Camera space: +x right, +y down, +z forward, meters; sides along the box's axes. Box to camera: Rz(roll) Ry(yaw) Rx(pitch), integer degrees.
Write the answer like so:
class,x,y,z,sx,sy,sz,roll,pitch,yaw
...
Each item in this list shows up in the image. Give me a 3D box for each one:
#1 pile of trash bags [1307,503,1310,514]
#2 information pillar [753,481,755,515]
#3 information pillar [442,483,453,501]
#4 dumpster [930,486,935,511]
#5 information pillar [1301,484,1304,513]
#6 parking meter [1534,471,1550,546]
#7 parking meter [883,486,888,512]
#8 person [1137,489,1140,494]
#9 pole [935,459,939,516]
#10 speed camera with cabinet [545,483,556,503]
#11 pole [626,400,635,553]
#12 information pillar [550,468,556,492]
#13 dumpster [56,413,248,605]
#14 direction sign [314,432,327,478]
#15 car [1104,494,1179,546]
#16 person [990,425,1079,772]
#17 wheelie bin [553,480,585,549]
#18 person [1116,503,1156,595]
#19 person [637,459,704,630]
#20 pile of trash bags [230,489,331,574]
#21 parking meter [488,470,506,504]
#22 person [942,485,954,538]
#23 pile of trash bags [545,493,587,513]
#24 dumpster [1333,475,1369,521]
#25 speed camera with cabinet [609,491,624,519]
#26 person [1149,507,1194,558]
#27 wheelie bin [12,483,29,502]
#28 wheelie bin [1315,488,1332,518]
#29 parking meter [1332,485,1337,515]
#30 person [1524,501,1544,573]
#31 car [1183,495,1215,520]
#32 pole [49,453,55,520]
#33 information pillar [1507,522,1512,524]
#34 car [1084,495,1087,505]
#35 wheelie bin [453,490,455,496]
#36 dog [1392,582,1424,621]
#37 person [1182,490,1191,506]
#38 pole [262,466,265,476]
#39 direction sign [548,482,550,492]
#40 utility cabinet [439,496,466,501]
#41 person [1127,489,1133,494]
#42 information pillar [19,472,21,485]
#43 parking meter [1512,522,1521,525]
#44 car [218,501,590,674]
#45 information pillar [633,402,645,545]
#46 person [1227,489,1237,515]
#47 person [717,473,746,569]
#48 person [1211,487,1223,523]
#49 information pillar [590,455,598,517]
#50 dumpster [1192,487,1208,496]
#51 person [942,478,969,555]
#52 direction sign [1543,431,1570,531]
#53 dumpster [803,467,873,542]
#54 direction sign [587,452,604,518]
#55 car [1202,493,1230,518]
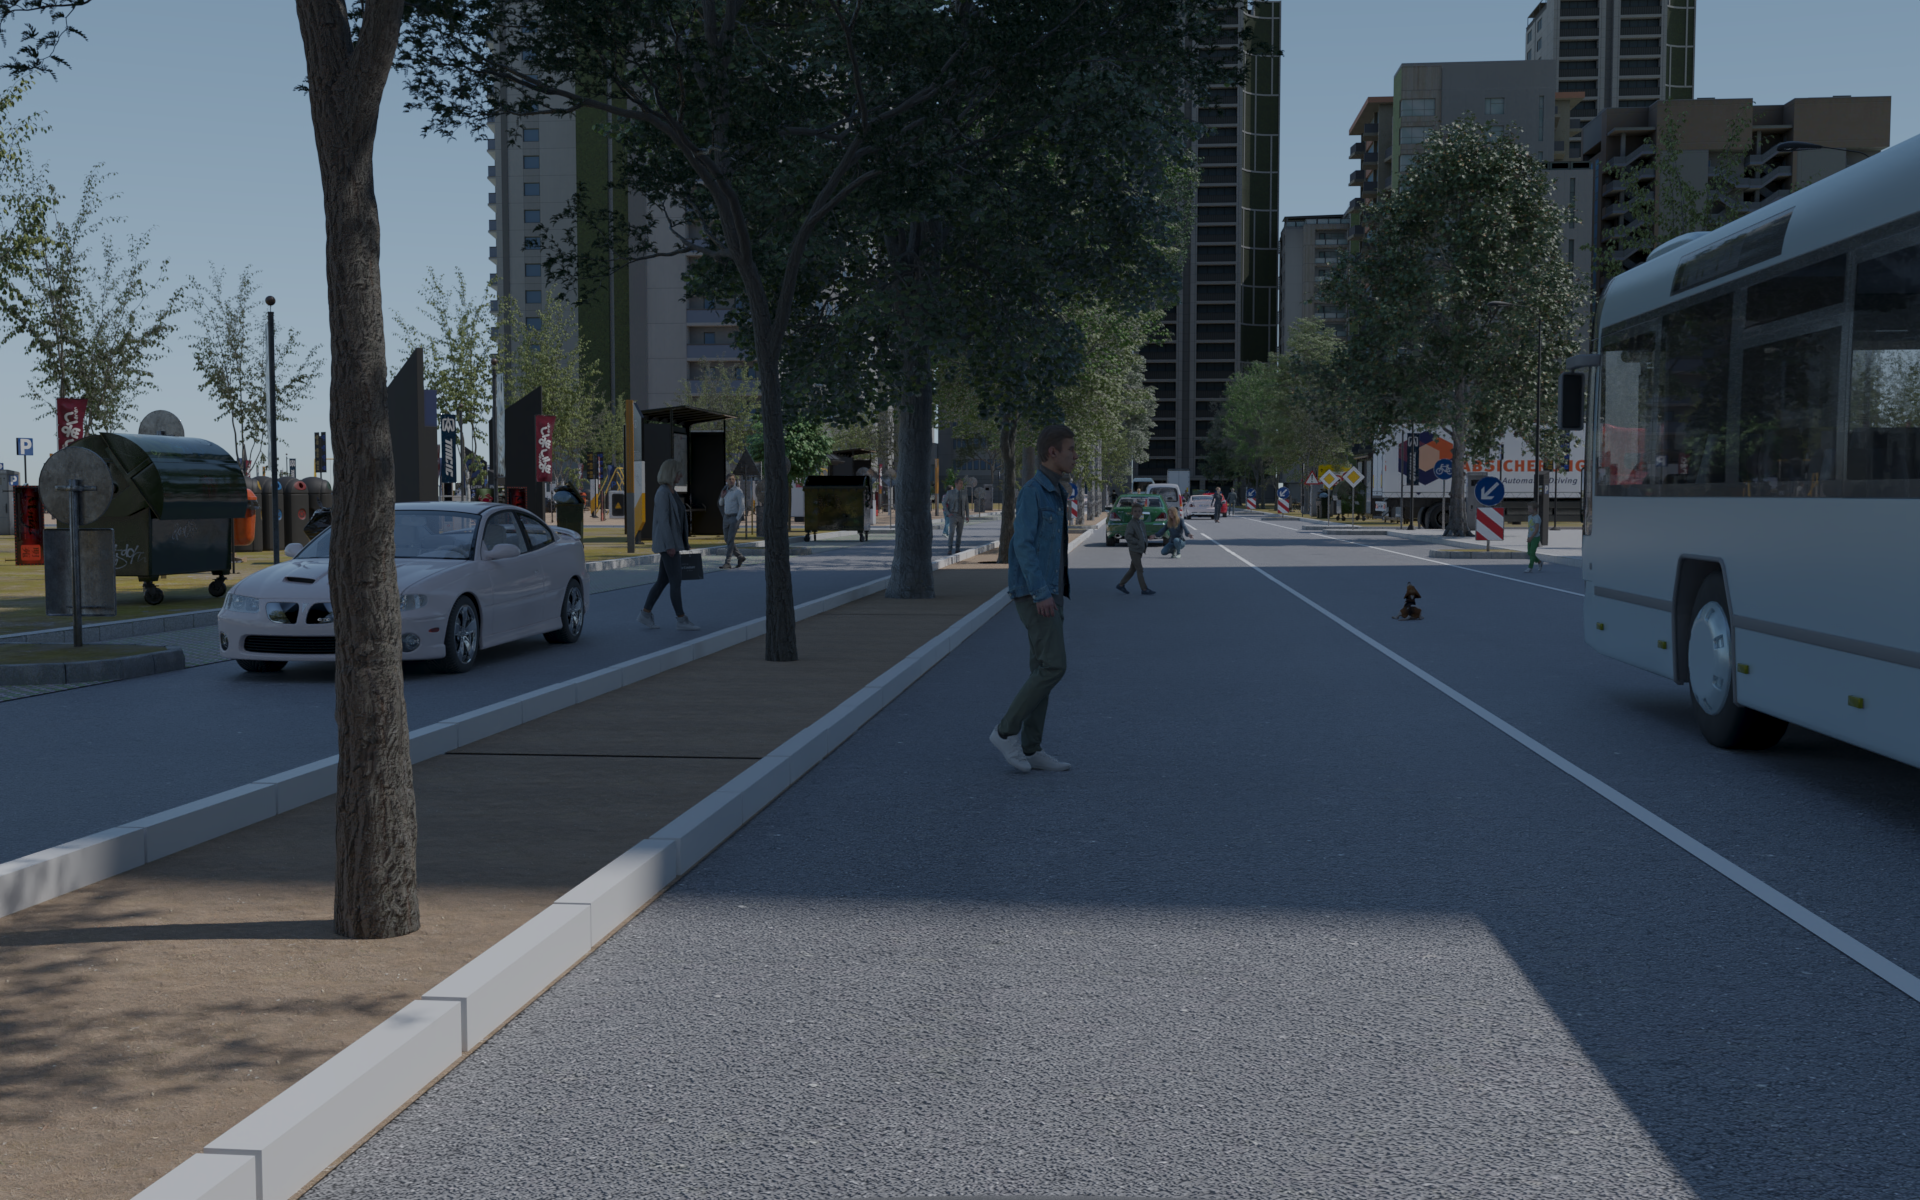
class,x,y,z,sx,sy,sz,roll,pitch,yaw
pile of trash bags,22.772,-6.019,108.160,1.912,1.369,3.447,0,4,5
information pillar,-12.941,-7.176,108.679,0.183,3.616,0.504,-1,4,-12
information pillar,-15.365,-2.903,51.949,0.304,2.012,0.304,-1,4,-21
dumpster,-2.224,-5.643,94.751,1.502,2.255,1.985,0,4,6
information pillar,23.276,-6.892,117.177,0.304,2.012,0.304,3,5,42
parking meter,14.455,-2.286,43.085,0.255,1.863,0.399,3,5,44
parking meter,-5.235,-7.141,122.459,0.255,1.863,0.399,-2,4,-34
person,10.436,-5.545,99.838,0.731,1.740,0.598,0,4,-6
pole,-1.334,-6.493,100.009,0.158,3.312,0.155,0,3,0
speed camera with cabinet,-32.694,-8.736,137.170,2.038,3.252,0.660,2,4,32
pole,-7.165,-2.679,37.642,0.158,3.312,0.155,0,3,0
information pillar,-32.684,-9.031,139.015,0.504,3.616,0.183,0,3,0
dumpster,-9.699,-1.113,20.688,1.502,2.255,1.985,0,4,6
direction sign,-23.320,-4.356,63.216,0.876,3.537,0.379,3,5,44
car,5.112,-2.274,48.976,2.131,1.459,4.920,0,4,8
person,0.388,-0.004,8.914,0.444,1.785,0.601,1,4,22
wheelie bin,-8.523,-1.829,37.806,0.693,1.594,0.980,-1,4,-12
person,2.520,-0.730,24.703,0.640,1.303,0.475,2,4,25
person,-3.074,-0.593,18.372,0.728,1.800,0.709,0,4,8
pile of trash bags,-10.295,-1.124,28.124,3.447,1.369,1.912,0,4,-2
parking meter,-11.133,-2.197,41.639,0.399,1.863,0.255,3,4,38
person,-0.410,-2.912,56.952,0.643,1.720,0.563,-2,4,-33
pile of trash bags,-27.028,-6.637,118.267,3.447,1.369,1.912,1,4,18
dumpster,18.741,-4.929,83.085,1.502,2.255,1.985,0,4,6
speed camera with cabinet,-17.337,-5.890,90.642,2.038,3.252,0.660,-1,4,-13
person,4.834,-1.514,38.745,1.012,1.151,0.738,3,4,36
wheelie bin,-26.933,-2.573,49.976,0.693,1.594,0.980,-3,4,-36
wheelie bin,19.300,-5.144,92.014,0.693,1.594,0.980,-1,4,-15
parking meter,23.002,-6.137,106.052,0.399,1.863,0.255,3,5,40
person,10.526,-1.160,31.718,0.590,1.304,0.306,-2,4,-35
car,13.712,-5.261,98.382,2.083,1.381,4.827,0,4,4
pole,-45.434,-5.678,86.683,0.158,3.312,0.155,0,3,0
information pillar,23.908,-4.307,74.904,0.304,2.012,0.304,-1,4,-15
car,14.452,-11.500,200.393,2.083,1.381,4.827,0,4,5
wheelie bin,-41.722,-8.235,142.555,0.693,1.594,0.980,1,4,16
dog,5.113,0.015,19.947,0.748,0.427,0.550,-3,4,-37
person,21.227,-9.433,162.732,1.348,1.823,0.705,1,4,11
pole,-51.294,-8.185,127.674,0.158,3.312,0.155,0,3,0
direction sign,-35.247,-9.588,148.760,0.379,3.537,0.876,-2,4,-29
utility cabinet,-18.741,-3.226,63.901,1.020,1.237,0.306,-3,5,-43
person,12.903,-7.452,130.439,0.767,1.812,0.694,-3,4,-38
information pillar,-31.800,-3.293,58.328,0.304,2.012,0.304,-1,4,-23
parking meter,23.343,-3.925,72.592,0.372,1.533,0.369,0,3,0
car,-4.734,-0.186,15.401,2.083,1.381,4.827,0,4,5
information pillar,-8.146,-3.217,43.949,0.183,3.616,0.504,-2,4,-35
person,18.190,-6.556,115.863,0.661,1.801,0.590,0,4,0
person,-4.407,-1.511,33.310,0.679,1.850,0.850,2,4,34
person,12.807,-4.739,86.399,0.534,1.772,0.576,3,5,42
information pillar,-20.370,-6.420,96.327,0.504,3.616,0.183,2,4,34
dumpster,29.566,-12.746,213.342,1.985,2.255,1.502,0,4,6
person,-0.082,-1.992,41.173,0.635,1.810,0.391,-2,4,-31
direction sign,20.961,-4.215,60.913,0.876,3.537,0.379,1,4,17
dumpster,-3.666,-2.872,51.912,1.985,2.255,1.502,0,4,7
direction sign,-19.523,-6.160,92.718,0.876,3.537,0.379,0,4,-5
car,15.639,-6.016,107.405,2.155,1.783,4.494,0,4,7
